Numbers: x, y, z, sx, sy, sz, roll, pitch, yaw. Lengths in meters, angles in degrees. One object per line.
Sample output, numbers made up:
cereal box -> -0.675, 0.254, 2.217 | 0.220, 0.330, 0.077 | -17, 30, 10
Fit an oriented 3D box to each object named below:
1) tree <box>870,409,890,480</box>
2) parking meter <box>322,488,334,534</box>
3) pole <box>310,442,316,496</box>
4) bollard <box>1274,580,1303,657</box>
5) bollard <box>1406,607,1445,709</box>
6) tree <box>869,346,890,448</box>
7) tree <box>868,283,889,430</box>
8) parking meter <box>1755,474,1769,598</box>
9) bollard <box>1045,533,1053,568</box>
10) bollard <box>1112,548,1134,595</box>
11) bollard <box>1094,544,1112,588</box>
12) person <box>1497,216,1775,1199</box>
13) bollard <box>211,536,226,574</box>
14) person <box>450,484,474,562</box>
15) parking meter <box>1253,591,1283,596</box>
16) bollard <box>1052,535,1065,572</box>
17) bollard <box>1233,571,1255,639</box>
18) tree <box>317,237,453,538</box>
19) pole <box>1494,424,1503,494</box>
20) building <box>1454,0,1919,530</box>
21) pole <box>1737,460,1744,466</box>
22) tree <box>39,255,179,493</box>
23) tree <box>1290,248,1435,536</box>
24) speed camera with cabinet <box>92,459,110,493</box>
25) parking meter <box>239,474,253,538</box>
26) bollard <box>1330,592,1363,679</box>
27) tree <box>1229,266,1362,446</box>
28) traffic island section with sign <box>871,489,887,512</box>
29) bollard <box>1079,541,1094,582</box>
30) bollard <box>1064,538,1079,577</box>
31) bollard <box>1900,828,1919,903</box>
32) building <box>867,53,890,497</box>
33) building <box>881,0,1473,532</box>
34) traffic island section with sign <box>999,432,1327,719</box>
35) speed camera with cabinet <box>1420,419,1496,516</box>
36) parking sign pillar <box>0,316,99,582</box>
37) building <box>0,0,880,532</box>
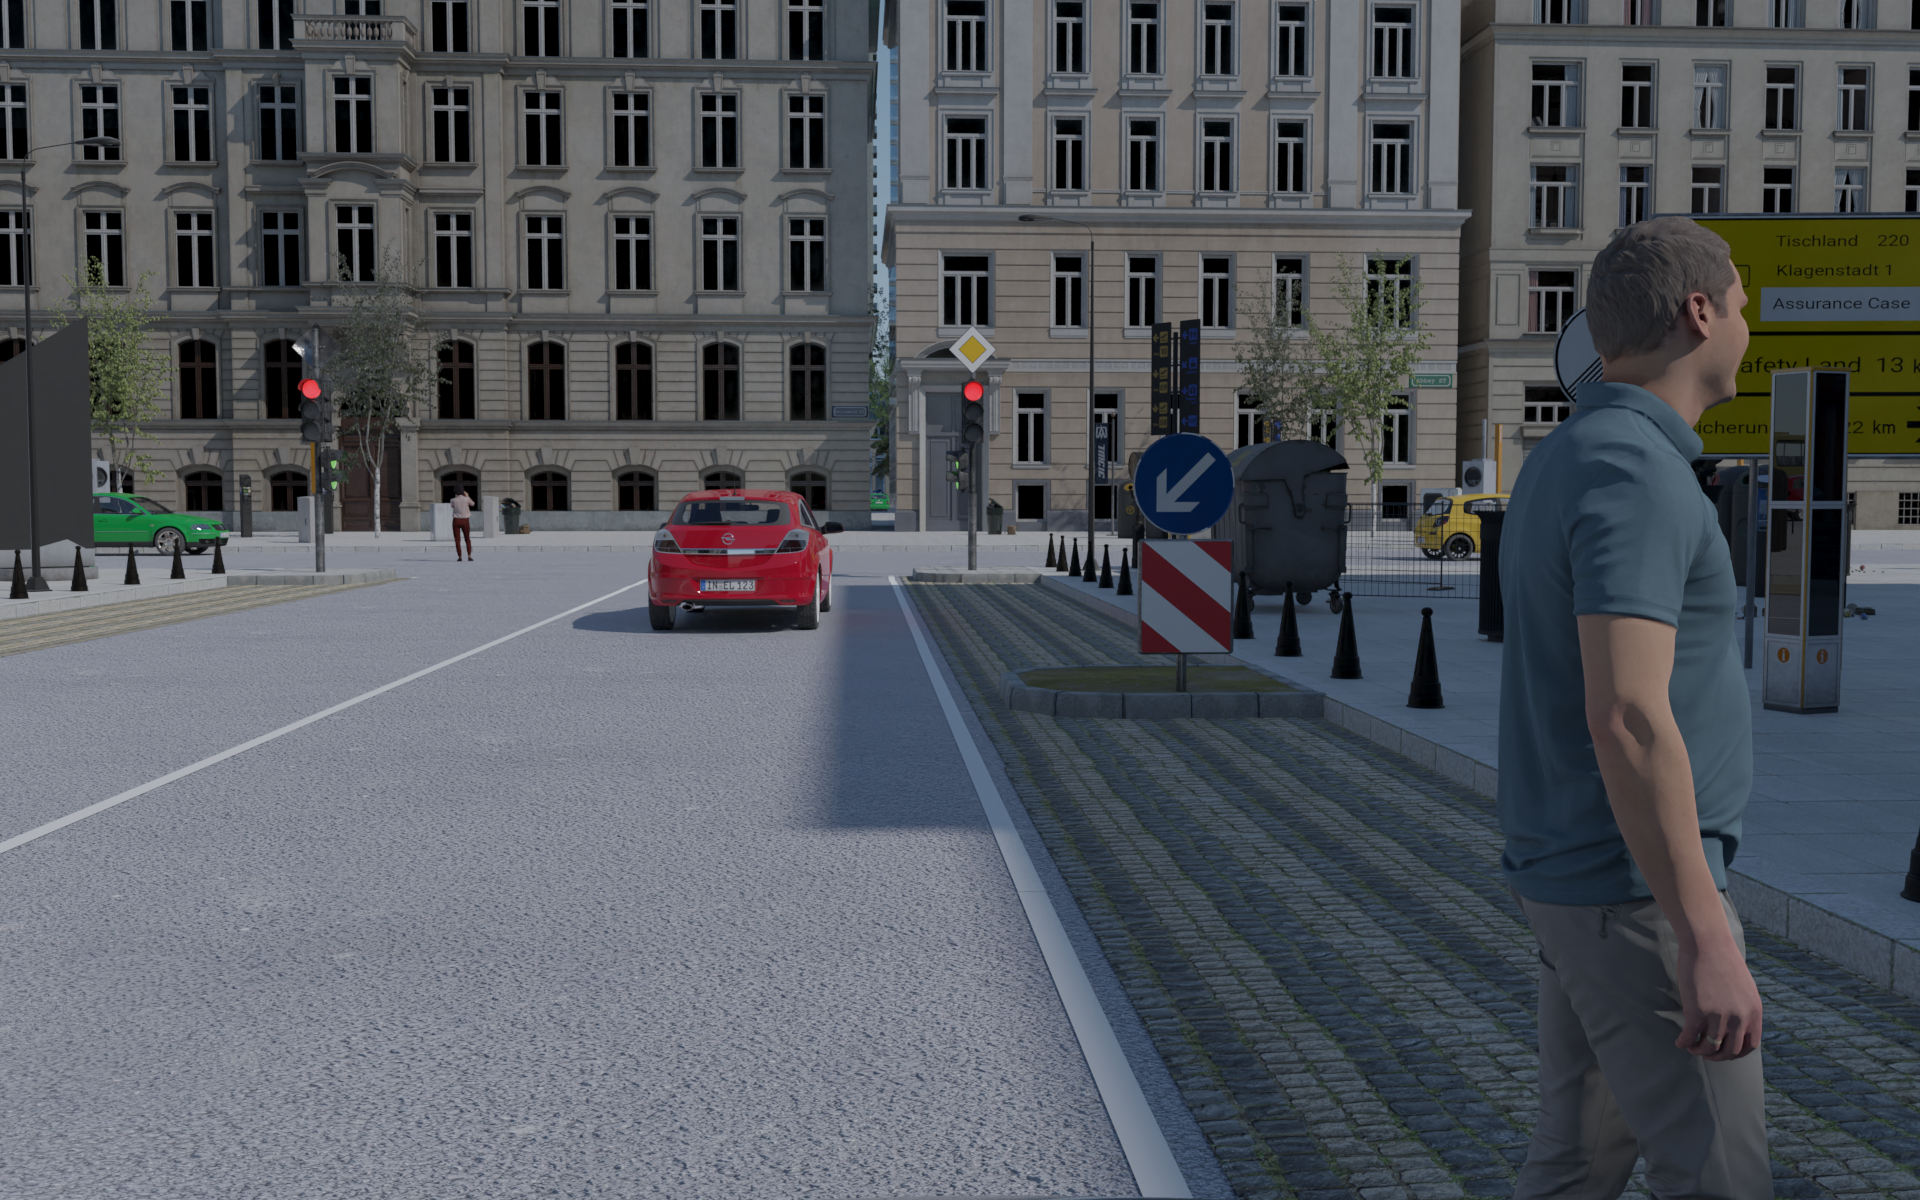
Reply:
tree -> -6.067, -15.665, 178.170 | 6.751, 12.117, 7.091 | 0, 3, 0
parking meter -> -20.328, -3.053, 55.631 | 0.399, 1.863, 0.255 | 0, 4, -4
pole -> -17.788, -3.299, 47.780 | 0.158, 3.312, 0.155 | 0, 3, 0
bollard -> 2.606, 0.142, 13.728 | 0.229, 0.601, 0.229 | 0, 3, 0
bollard -> 2.807, 0.344, 10.425 | 0.229, 0.601, 0.229 | 0, 3, 0
tree -> -3.008, -11.721, 117.388 | 9.928, 11.665, 9.643 | 0, 3, 0
tree -> -7.092, -18.414, 156.952 | 12.611, 20.169, 13.585 | 0, 3, 0
parking meter -> 10.043, -0.803, 21.544 | 0.372, 1.533, 0.369 | 0, 3, 0
bollard -> 1.595, -0.870, 30.269 | 0.229, 0.601, 0.229 | 0, 3, 0
bollard -> 2.096, -0.364, 21.995 | 0.229, 0.601, 0.229 | 0, 3, 0
bollard -> 1.997, -0.465, 23.646 | 0.229, 0.601, 0.229 | 0, 3, 0
person -> 0.954, 0.383, 2.370 | 0.434, 1.807, 0.598 | 1, 4, 18
bollard -> -11.934, -0.723, 27.856 | 0.229, 0.601, 0.229 | 0, 3, 0
person -> -10.624, -1.647, 36.894 | 0.517, 1.644, 0.566 | 2, 4, 24
parking meter -> 3.916, -0.994, 21.963 | 0.255, 1.863, 0.399 | -2, 4, -31
bollard -> 1.692, -0.769, 28.617 | 0.229, 0.601, 0.229 | 0, 3, 0
bollard -> 2.509, 0.041, 15.379 | 0.229, 0.601, 0.229 | 0, 3, 0
tree -> -16.947, -6.117, 50.375 | 4.360, 8.622, 3.978 | 0, 3, 0
pole -> 15.746, -3.478, 50.709 | 0.158, 3.312, 0.155 | 0, 3, 0
building -> 32.212, -14.370, 68.225 | 30.059, 22.955, 16.112 | 0, 4, -3
pole -> 25.589, -3.853, 56.842 | 0.158, 3.312, 0.155 | 0, 3, 0
tree -> -25.963, -6.287, 53.156 | 4.737, 8.622, 4.395 | 0, 3, 0
tree -> 12.044, -6.165, 51.166 | 4.737, 8.622, 4.395 | 0, 3, 0
speed camera with cabinet -> -23.202, -3.096, 44.950 | 0.660, 3.252, 2.038 | 2, 4, 35
parking meter -> -21.036, -2.771, 51.017 | 0.255, 1.863, 0.399 | -3, 4, -36
bollard -> 2.699, 0.243, 12.076 | 0.229, 0.601, 0.229 | 0, 3, 0
tree -> 10.445, -6.445, 55.741 | 4.360, 8.622, 3.978 | 0, 3, 0
traffic island section with sign -> -6.707, -8.200, 142.705 | 1.989, 1.847, 2.006 | 0, 4, -3
bollard -> 1.898, -0.566, 25.297 | 0.229, 0.601, 0.229 | 0, 3, 0
bollard -> 1.794, -0.668, 26.967 | 0.229, 0.601, 0.229 | 0, 3, 0
bollard -> 3.107, 0.647, 5.467 | 0.229, 0.601, 0.229 | 0, 3, 0
building -> -23.914, -55.817, 225.284 | 31.000, 86.520, 22.319 | 0, 4, -3
building -> 7.111, -17.046, 64.602 | 20.117, 28.700, 13.634 | 0, 4, -3
traffic island section with sign -> 1.293, -0.201, 11.922 | 1.989, 1.847, 2.006 | 0, 4, -3
speed camera with cabinet -> 13.311, -3.182, 46.354 | 0.660, 3.252, 2.038 | -3, 4, -37
parking sign pillar -> -13.768, -2.292, 25.952 | 1.447, 3.967, 1.447 | -3, 4, -38
building -> -20.288, -14.952, 63.551 | 34.723, 24.649, 14.460 | 0, 4, -3
